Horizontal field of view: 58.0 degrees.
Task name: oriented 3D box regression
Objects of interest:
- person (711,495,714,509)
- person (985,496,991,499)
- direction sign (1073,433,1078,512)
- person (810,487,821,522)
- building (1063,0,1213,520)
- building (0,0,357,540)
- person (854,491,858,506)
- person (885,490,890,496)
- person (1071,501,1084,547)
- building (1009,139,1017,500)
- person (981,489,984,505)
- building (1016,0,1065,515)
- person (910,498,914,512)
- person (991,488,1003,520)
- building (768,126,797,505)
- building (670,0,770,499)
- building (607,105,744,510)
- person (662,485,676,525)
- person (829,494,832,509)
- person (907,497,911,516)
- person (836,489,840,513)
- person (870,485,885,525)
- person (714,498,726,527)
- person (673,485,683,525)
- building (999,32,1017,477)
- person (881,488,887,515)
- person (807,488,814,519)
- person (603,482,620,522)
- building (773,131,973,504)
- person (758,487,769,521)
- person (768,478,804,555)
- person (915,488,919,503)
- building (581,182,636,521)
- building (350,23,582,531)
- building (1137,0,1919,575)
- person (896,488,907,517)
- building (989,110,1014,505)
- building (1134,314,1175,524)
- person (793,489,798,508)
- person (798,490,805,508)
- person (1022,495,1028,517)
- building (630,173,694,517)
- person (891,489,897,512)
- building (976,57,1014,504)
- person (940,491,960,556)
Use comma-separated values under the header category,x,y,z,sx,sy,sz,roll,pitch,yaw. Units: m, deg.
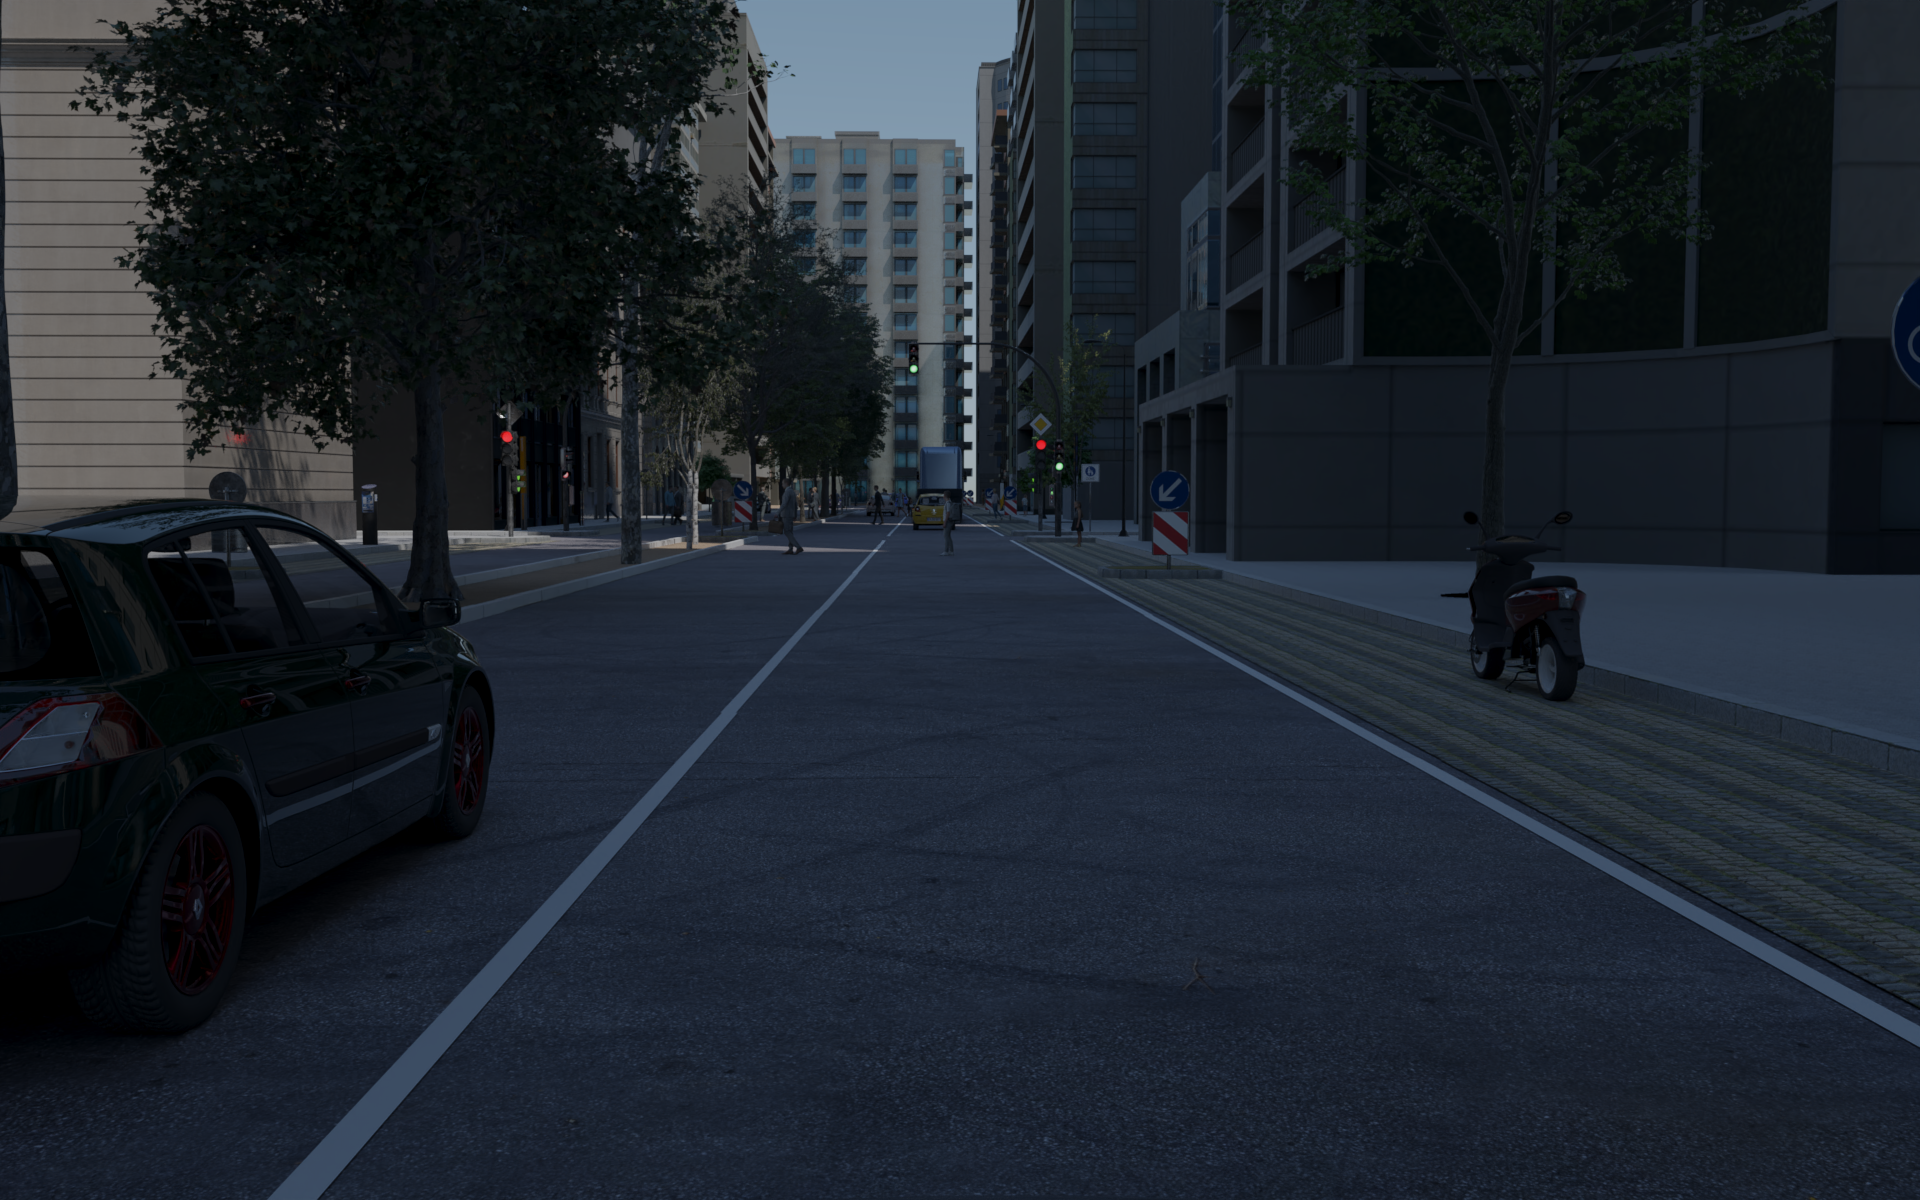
category,x,y,z,sx,sy,sz,roll,pitch,yaw
person,-13.309,-5.238,94.392,0.600,1.795,0.529,-3,5,-42
person,2.841,-9.785,166.741,1.217,1.735,0.721,-3,4,-38
direction sign,4.311,-4.440,64.585,0.379,3.537,0.876,0,4,-5
person,-7.250,-4.790,87.242,0.534,1.772,0.576,0,4,4
building,12.308,-24.879,90.368,14.154,41.232,14.086,0,4,-1
building,-29.372,-15.040,43.166,25.104,27.353,12.463,0,4,-1
person,-12.293,-11.994,204.677,0.705,1.814,1.350,0,4,6
person,-6.572,-8.859,153.352,1.348,1.824,0.705,-3,5,-40
person,3.168,-2.059,46.838,0.373,1.253,0.362,0,4,-7
building,11.050,-22.779,144.134,14.160,30.474,14.107,0,4,-1
person,2.575,-11.603,195.750,0.705,1.824,1.348,1,4,10
building,14.996,-30.110,115.996,21.300,48.544,21.600,0,4,-1
person,-3.584,-7.220,132.050,1.012,1.151,0.738,-1,4,-15
person,2.061,-5.225,94.601,0.598,1.740,0.731,1,4,23
building,-34.051,-33.258,198.386,28.867,44.769,22.147,0,4,-1
building,-30.285,-33.358,169.098,21.300,48.544,21.600,0,4,-1
building,-35.117,-27.806,146.501,32.217,40.220,23.993,0,4,-1
person,-13.212,-4.302,78.702,0.638,1.841,0.748,-3,5,-43
person,-12.471,-9.713,168.124,0.721,1.723,1.217,3,5,39
person,-3.222,-5.982,110.972,0.373,1.253,0.362,-2,4,-35
person,-9.187,-7.312,128.322,0.678,1.792,0.850,1,4,9
person,-3.920,-4.477,81.475,0.755,1.850,0.659,-1,4,-10
person,-10.299,-4.052,74.740,0.713,1.824,0.794,0,4,-8
person,-13.005,-4.359,79.735,0.622,1.834,0.822,3,5,42
building,15.968,-33.416,165.963,23.786,49.044,30.456,0,4,-1
person,-5.193,-6.731,118.427,0.514,1.842,0.818,0,4,-4
person,-8.418,-5.494,98.531,0.583,1.804,0.606,0,4,6
person,-15.923,-4.474,79.037,0.795,1.843,0.661,-1,4,-12
building,-13.642,-37.412,231.288,30.456,49.044,23.786,0,4,-1
person,-10.266,-5.009,90.570,0.590,1.801,0.661,-3,5,-43
person,-4.080,-1.979,40.980,0.853,1.813,0.709,1,4,9
person,-3.082,-7.237,126.635,0.655,1.846,0.447,-3,5,-43
building,-23.187,-15.329,86.791,11.583,22.565,21.152,0,4,-1
building,-22.633,-14.550,67.578,12.332,23.373,15.834,0,4,-1
building,15.319,-36.530,35.519,20.563,71.187,20.611,0,4,-1
person,-3.665,-6.026,107.115,0.778,1.811,0.616,-2,4,-31
building,14.607,-33.092,195.679,22.147,44.769,28.867,0,4,-1
building,22.955,-46.310,69.839,31.000,86.520,22.319,0,4,-1
person,-10.499,-6.101,108.599,0.694,1.780,0.624,-3,5,-43
person,-15.939,-9.895,170.381,1.348,1.812,0.705,0,4,-7
person,3.682,-5.383,98.741,0.332,1.250,0.352,1,4,17
building,-24.273,-16.366,109.383,13.314,21.916,24.055,0,4,-1
person,-5.224,-7.701,134.593,0.590,1.801,0.661,-3,4,-37
building,16.439,-42.009,228.839,28.212,58.520,21.231,0,4,-1
person,-0.278,-1.791,40.373,0.523,1.515,0.503,-1,4,-20
